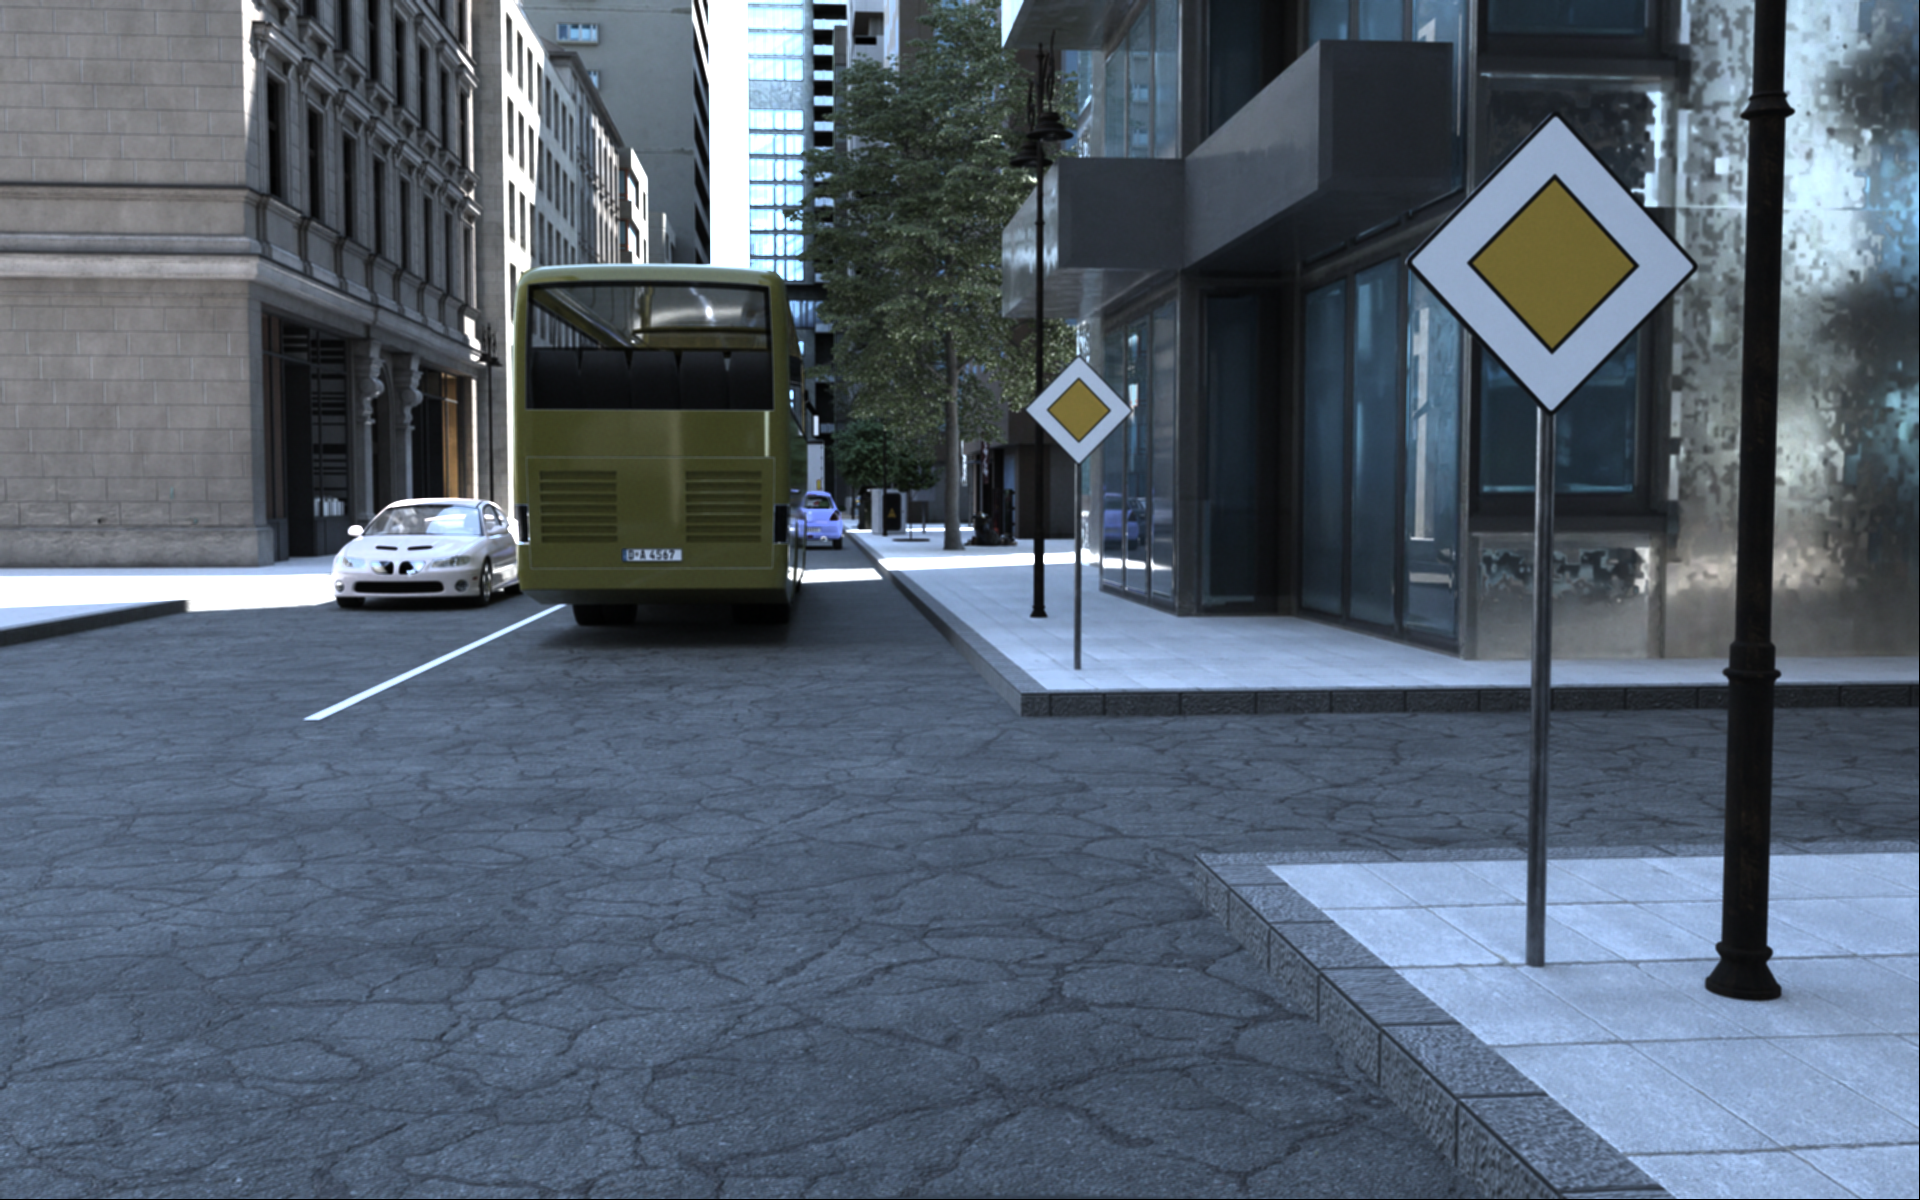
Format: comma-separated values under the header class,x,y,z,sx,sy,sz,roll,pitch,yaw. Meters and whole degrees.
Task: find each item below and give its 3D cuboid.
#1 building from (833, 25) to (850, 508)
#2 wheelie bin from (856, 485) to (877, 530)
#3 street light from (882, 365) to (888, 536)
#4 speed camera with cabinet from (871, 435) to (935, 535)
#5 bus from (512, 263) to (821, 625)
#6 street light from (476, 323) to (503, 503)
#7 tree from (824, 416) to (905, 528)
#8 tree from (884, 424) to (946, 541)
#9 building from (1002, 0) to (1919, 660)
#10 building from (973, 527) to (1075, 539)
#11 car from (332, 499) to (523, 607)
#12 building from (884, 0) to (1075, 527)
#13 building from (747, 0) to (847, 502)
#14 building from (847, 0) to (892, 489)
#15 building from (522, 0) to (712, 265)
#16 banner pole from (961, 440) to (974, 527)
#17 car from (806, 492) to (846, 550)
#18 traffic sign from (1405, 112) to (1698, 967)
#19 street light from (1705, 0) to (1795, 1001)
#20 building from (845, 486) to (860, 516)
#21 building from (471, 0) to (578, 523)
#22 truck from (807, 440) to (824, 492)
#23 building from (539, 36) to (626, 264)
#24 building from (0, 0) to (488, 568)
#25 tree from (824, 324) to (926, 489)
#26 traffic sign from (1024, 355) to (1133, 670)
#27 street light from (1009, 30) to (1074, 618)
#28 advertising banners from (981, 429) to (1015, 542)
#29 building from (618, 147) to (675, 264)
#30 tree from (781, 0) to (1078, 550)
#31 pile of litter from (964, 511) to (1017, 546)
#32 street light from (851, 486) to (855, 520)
class,x,y,z,sx,sy,sz,roll,pitch,yaw
building,-4.331,-28.873,155.669,14.154,41.232,14.086,0,4,-5
wheelie bin,-3.219,-3.296,61.798,0.980,1.594,0.693,-2,4,-32
street light,-2.288,-4.887,52.688,0.468,5.910,1.993,0,4,-5
speed camera with cabinet,-1.806,-3.735,55.405,2.038,3.252,0.660,-2,4,-29
bus,-3.263,-1.856,21.900,2.896,3.916,12.252,0,4,-4
street light,-12.738,-4.540,47.017,0.468,5.910,1.993,0,4,-5
tree,-3.549,-5.058,66.418,4.285,4.588,4.351,0,3,0
tree,-1.433,-3.216,47.178,1.663,3.219,1.824,0,3,0
building,15.745,-24.640,22.473,30.456,49.044,23.786,0,4,-5
building,7.604,-24.769,55.078,14.600,45.320,14.200,0,4,-5
car,-7.070,-0.679,23.458,2.083,1.381,4.827,0,4,-5
building,3.679,-26.329,80.594,14.600,45.320,14.200,0,4,-5
building,-10.271,-53.097,180.805,31.000,86.520,22.319,0,4,-5
building,4.930,-33.399,135.305,28.713,52.752,27.495,0,4,-5
building,-29.209,-30.628,124.476,21.300,48.544,21.600,0,4,-5
banner pole,0.251,-4.676,66.475,0.401,3.779,0.863,2,4,31
car,-3.988,-2.226,45.981,1.945,1.707,3.694,0,4,-5
traffic sign,1.564,-0.062,4.655,0.795,2.450,0.064,0,4,-5
street light,2.022,-1.927,4.294,0.468,5.910,1.993,0,4,-5
building,8.902,-25.581,110.130,32.217,40.220,23.993,0,4,-5
building,-19.419,-12.504,59.194,10.420,20.320,16.860,0,4,-5
truck,-8.884,-6.464,94.596,2.839,4.237,11.283,0,4,-7
building,-20.619,-13.915,76.667,9.793,20.994,18.267,0,4,-5
building,-16.811,-10.992,30.630,10.553,20.767,40.483,0,4,-5
tree,-3.350,-7.395,71.263,4.360,8.622,3.978,0,3,0
traffic sign,0.857,-0.548,12.609,0.795,2.450,0.064,0,4,-5
street light,0.823,-2.759,17.903,0.468,5.910,1.993,0,4,-5
advertising banners,0.992,-3.066,46.317,0.090,3.025,2.074,-1,4,-23
building,-31.396,-15.582,99.806,27.650,21.520,28.899,0,4,-5
tree,-0.164,-7.396,39.056,7.486,12.596,7.792,0,3,0
pile of litter,0.714,-1.789,43.222,1.176,0.858,1.719,-2,4,-30
street light,-5.387,-6.992,87.109,0.468,5.910,1.993,0,4,-5
